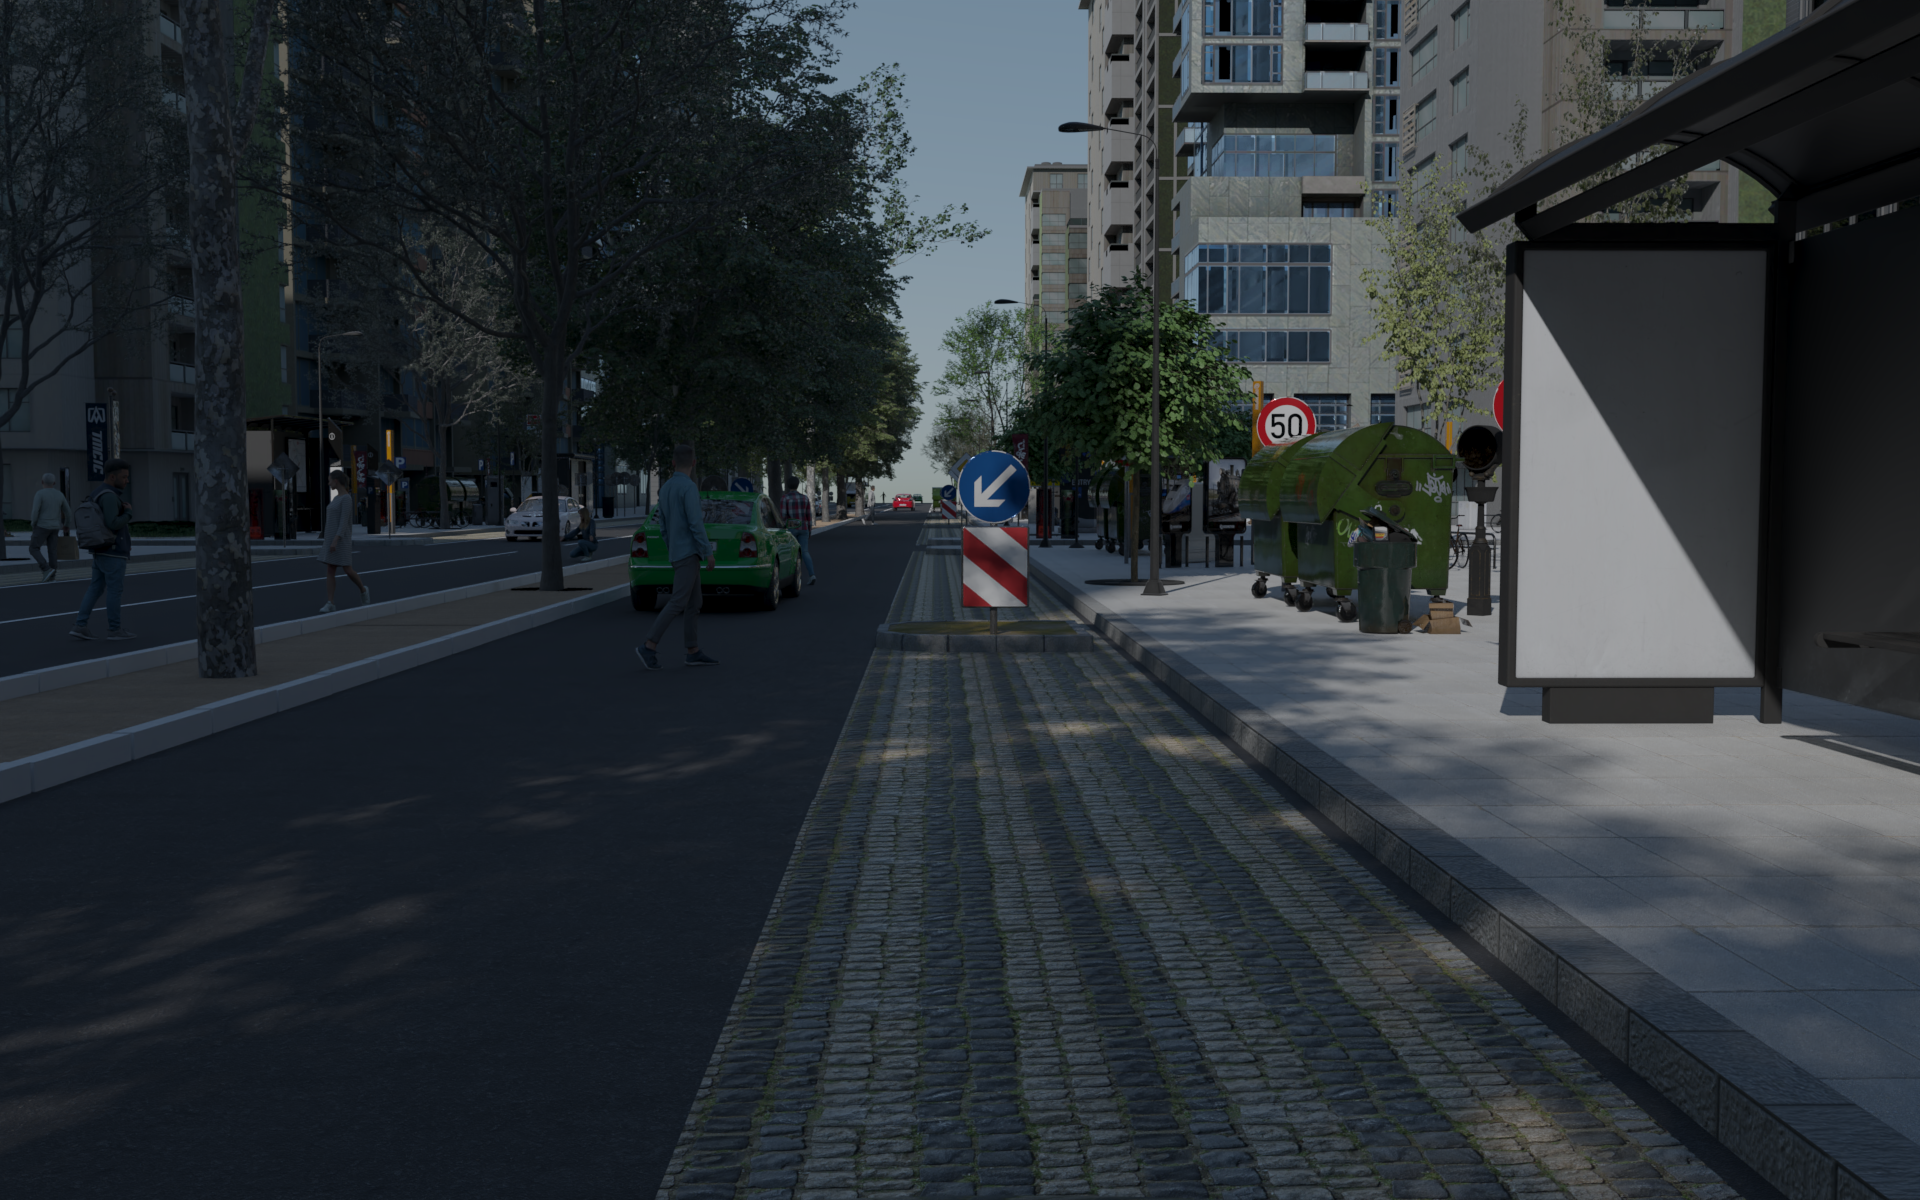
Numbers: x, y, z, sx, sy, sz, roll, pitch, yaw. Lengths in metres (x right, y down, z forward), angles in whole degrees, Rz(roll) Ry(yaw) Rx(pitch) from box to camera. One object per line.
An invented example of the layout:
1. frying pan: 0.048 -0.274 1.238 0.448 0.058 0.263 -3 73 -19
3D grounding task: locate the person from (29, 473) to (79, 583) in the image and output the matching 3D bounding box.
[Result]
1. person: -14.725 -1.174 28.174 0.515 1.767 0.782 2 4 24

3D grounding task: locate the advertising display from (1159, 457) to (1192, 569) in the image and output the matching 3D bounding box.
1. advertising display: 3.718 -1.522 30.106 0.123 1.923 0.974 3 5 41

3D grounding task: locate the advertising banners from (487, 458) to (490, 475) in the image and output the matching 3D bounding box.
1. advertising banners: -22.812 -5.409 84.625 0.090 3.025 2.074 0 4 1

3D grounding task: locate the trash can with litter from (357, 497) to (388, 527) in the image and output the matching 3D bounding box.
1. trash can with litter: -23.101 -3.469 68.112 1.055 1.170 0.624 -3 5 -44

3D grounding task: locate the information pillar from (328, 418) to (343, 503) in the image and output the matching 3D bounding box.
1. information pillar: -19.275 -3.801 53.495 0.504 3.616 0.183 1 4 21

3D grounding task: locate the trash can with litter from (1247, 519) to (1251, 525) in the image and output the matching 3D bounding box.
1. trash can with litter: 11.988 -3.752 72.736 1.055 1.170 0.624 0 4 -4

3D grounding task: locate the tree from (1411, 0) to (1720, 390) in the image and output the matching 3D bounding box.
1. tree: 9.049 -4.585 25.323 4.360 8.622 3.978 0 3 0

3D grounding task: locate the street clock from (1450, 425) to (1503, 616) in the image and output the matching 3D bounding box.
1. street clock: 5.489 -0.837 18.257 0.358 2.002 0.471 -3 5 -45

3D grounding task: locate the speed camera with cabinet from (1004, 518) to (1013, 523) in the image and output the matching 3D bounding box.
1. speed camera with cabinet: 2.189 -5.147 78.487 0.660 3.252 2.038 1 4 23

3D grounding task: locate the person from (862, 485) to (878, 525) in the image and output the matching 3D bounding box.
1. person: -4.208 -4.437 80.884 0.795 1.843 0.661 0 4 3

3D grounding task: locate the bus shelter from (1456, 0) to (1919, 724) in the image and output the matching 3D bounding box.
1. bus shelter: 3.845 -0.808 7.130 2.014 3.302 5.546 0 4 -1

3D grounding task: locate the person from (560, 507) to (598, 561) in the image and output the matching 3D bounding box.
1. person: -8.063 -1.416 37.148 0.738 1.151 1.012 -3 5 -44

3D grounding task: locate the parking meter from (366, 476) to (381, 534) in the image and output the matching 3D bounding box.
1. parking meter: -18.736 -3.036 55.352 0.399 1.863 0.255 1 4 23

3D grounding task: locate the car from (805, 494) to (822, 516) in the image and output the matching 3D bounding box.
1. car: -10.128 -6.324 115.407 2.014 1.417 4.499 0 4 -1

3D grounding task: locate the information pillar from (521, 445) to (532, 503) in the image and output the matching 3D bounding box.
1. information pillar: -20.599 -5.557 82.219 0.504 3.616 0.183 -2 4 -25

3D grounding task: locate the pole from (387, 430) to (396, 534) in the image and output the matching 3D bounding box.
1. pole: -18.208 -3.766 55.416 0.158 3.312 0.155 0 3 0

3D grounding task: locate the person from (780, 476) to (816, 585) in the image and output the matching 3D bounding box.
1. person: -2.585 -1.105 27.402 0.563 1.720 0.643 -2 4 -30

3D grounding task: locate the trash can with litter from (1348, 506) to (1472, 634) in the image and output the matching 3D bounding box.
1. trash can with litter: 4.162 -0.284 16.039 1.055 1.170 0.624 0 4 0

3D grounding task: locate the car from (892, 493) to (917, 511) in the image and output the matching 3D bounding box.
1. car: -4.830 -8.591 149.498 2.155 1.783 4.494 0 4 1

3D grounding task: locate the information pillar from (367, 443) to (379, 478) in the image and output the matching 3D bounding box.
1. information pillar: -26.710 -5.348 78.787 0.504 3.616 0.183 -2 4 -25

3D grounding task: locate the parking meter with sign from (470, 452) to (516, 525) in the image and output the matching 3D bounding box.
1. parking meter with sign: -19.208 -4.593 71.360 1.738 3.016 0.543 -2 4 -30

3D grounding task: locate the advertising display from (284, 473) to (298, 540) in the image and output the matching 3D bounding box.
1. advertising display: -18.957 -2.681 49.054 0.123 1.923 0.974 -2 4 -35

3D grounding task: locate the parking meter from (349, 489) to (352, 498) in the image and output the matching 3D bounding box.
1. parking meter: -26.516 -4.110 75.615 0.372 1.533 0.369 0 3 0

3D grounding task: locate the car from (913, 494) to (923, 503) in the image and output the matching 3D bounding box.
1. car: -6.972 -16.732 282.356 1.959 1.807 4.718 0 4 -3

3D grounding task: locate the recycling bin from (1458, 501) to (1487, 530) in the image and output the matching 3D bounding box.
1. recycling bin: 18.235 -3.002 61.644 0.722 1.027 0.722 -1 4 -20

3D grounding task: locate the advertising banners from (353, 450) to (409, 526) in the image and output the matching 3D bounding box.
1. advertising banners: -23.329 -4.501 69.774 2.074 3.025 0.090 -1 4 -14

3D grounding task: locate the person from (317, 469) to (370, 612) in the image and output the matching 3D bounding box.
1. person: -7.585 -0.733 21.235 0.466 1.731 0.760 1 4 18

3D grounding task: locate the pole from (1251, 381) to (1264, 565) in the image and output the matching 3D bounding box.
1. pole: 5.381 -2.293 31.340 0.158 3.312 0.155 0 3 0

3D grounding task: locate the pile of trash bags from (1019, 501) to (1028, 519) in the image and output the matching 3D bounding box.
1. pile of trash bags: 3.774 -4.854 89.118 1.912 1.369 3.447 -1 4 -19

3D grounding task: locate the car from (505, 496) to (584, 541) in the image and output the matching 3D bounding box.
1. car: -12.828 -2.542 53.928 2.083 1.381 4.827 0 4 -1

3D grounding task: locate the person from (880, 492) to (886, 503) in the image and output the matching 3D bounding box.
1. person: -12.145 -16.271 274.552 1.348 1.821 0.705 3 5 42

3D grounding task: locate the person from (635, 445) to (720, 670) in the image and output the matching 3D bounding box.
1. person: -2.354 -0.365 14.337 0.748 1.841 0.638 -1 4 -22

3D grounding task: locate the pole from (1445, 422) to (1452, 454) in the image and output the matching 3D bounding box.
1. pole: 13.793 -3.370 48.950 0.158 3.312 0.155 0 3 0

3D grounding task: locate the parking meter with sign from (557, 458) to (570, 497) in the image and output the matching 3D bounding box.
1. parking meter with sign: -19.581 -5.302 82.945 1.738 3.016 0.543 -1 4 -10

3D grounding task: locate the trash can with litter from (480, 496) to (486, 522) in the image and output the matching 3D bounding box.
1. trash can with litter: -21.957 -4.183 79.783 0.624 1.170 1.055 0 4 -5

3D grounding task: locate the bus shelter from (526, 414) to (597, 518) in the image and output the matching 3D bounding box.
1. bus shelter: -20.754 -6.865 89.880 2.179 5.291 8.768 0 4 -1

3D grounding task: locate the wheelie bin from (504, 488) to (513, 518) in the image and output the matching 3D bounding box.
1. wheelie bin: -24.240 -5.182 92.630 0.693 1.594 0.980 0 4 2

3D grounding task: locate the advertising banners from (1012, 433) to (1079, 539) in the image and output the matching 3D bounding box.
1. advertising banners: 2.442 -3.275 49.738 2.074 3.025 0.090 2 4 24

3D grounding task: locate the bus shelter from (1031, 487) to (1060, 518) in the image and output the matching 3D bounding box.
1. bus shelter: 4.278 -6.299 80.620 2.179 5.291 8.768 0 4 -1

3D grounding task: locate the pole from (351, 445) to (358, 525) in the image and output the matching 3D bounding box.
1. pole: -25.348 -4.810 72.480 0.158 3.312 0.155 0 3 0

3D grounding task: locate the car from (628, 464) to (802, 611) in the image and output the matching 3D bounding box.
1. car: -3.121 -0.849 22.683 1.959 1.807 4.718 0 4 1

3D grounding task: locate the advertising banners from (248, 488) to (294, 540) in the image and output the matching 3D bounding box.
1. advertising banners: -19.652 -3.188 48.306 2.074 3.025 0.090 0 4 1

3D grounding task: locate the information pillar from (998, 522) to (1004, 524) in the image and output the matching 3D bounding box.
1. information pillar: 1.681 -4.281 74.489 0.304 2.012 0.304 -3 4 -36

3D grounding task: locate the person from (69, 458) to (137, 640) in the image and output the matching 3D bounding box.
1. person: -8.346 -0.498 16.983 0.623 1.781 0.721 2 4 34

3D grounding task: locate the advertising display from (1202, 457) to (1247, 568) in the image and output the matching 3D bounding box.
1. advertising display: 4.638 -1.536 30.333 0.974 1.923 0.123 -3 4 -37

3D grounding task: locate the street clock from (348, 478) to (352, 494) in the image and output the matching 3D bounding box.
1. street clock: -27.663 -4.528 78.610 0.358 2.002 0.471 -1 4 -8

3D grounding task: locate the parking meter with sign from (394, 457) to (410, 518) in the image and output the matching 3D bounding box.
1. parking meter with sign: -25.952 -5.165 80.708 0.543 3.016 1.738 -2 4 -26

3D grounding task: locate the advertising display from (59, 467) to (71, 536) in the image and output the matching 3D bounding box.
1. advertising display: -21.195 -2.192 41.047 0.123 1.923 0.974 -1 4 -22

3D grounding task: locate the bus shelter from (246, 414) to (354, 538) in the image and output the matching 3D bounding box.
1. bus shelter: -20.811 -3.846 54.164 1.731 3.624 6.357 0 4 -1

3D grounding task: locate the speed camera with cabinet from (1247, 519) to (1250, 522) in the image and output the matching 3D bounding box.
1. speed camera with cabinet: 12.749 -4.990 75.917 0.660 3.252 2.038 0 4 2

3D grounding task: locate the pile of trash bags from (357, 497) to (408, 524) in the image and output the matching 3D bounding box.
1. pile of trash bags: -25.189 -3.915 73.769 3.447 1.369 1.912 0 4 7

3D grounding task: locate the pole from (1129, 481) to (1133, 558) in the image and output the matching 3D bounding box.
1. pole: 3.432 -2.503 34.775 0.158 3.312 0.155 0 3 0
